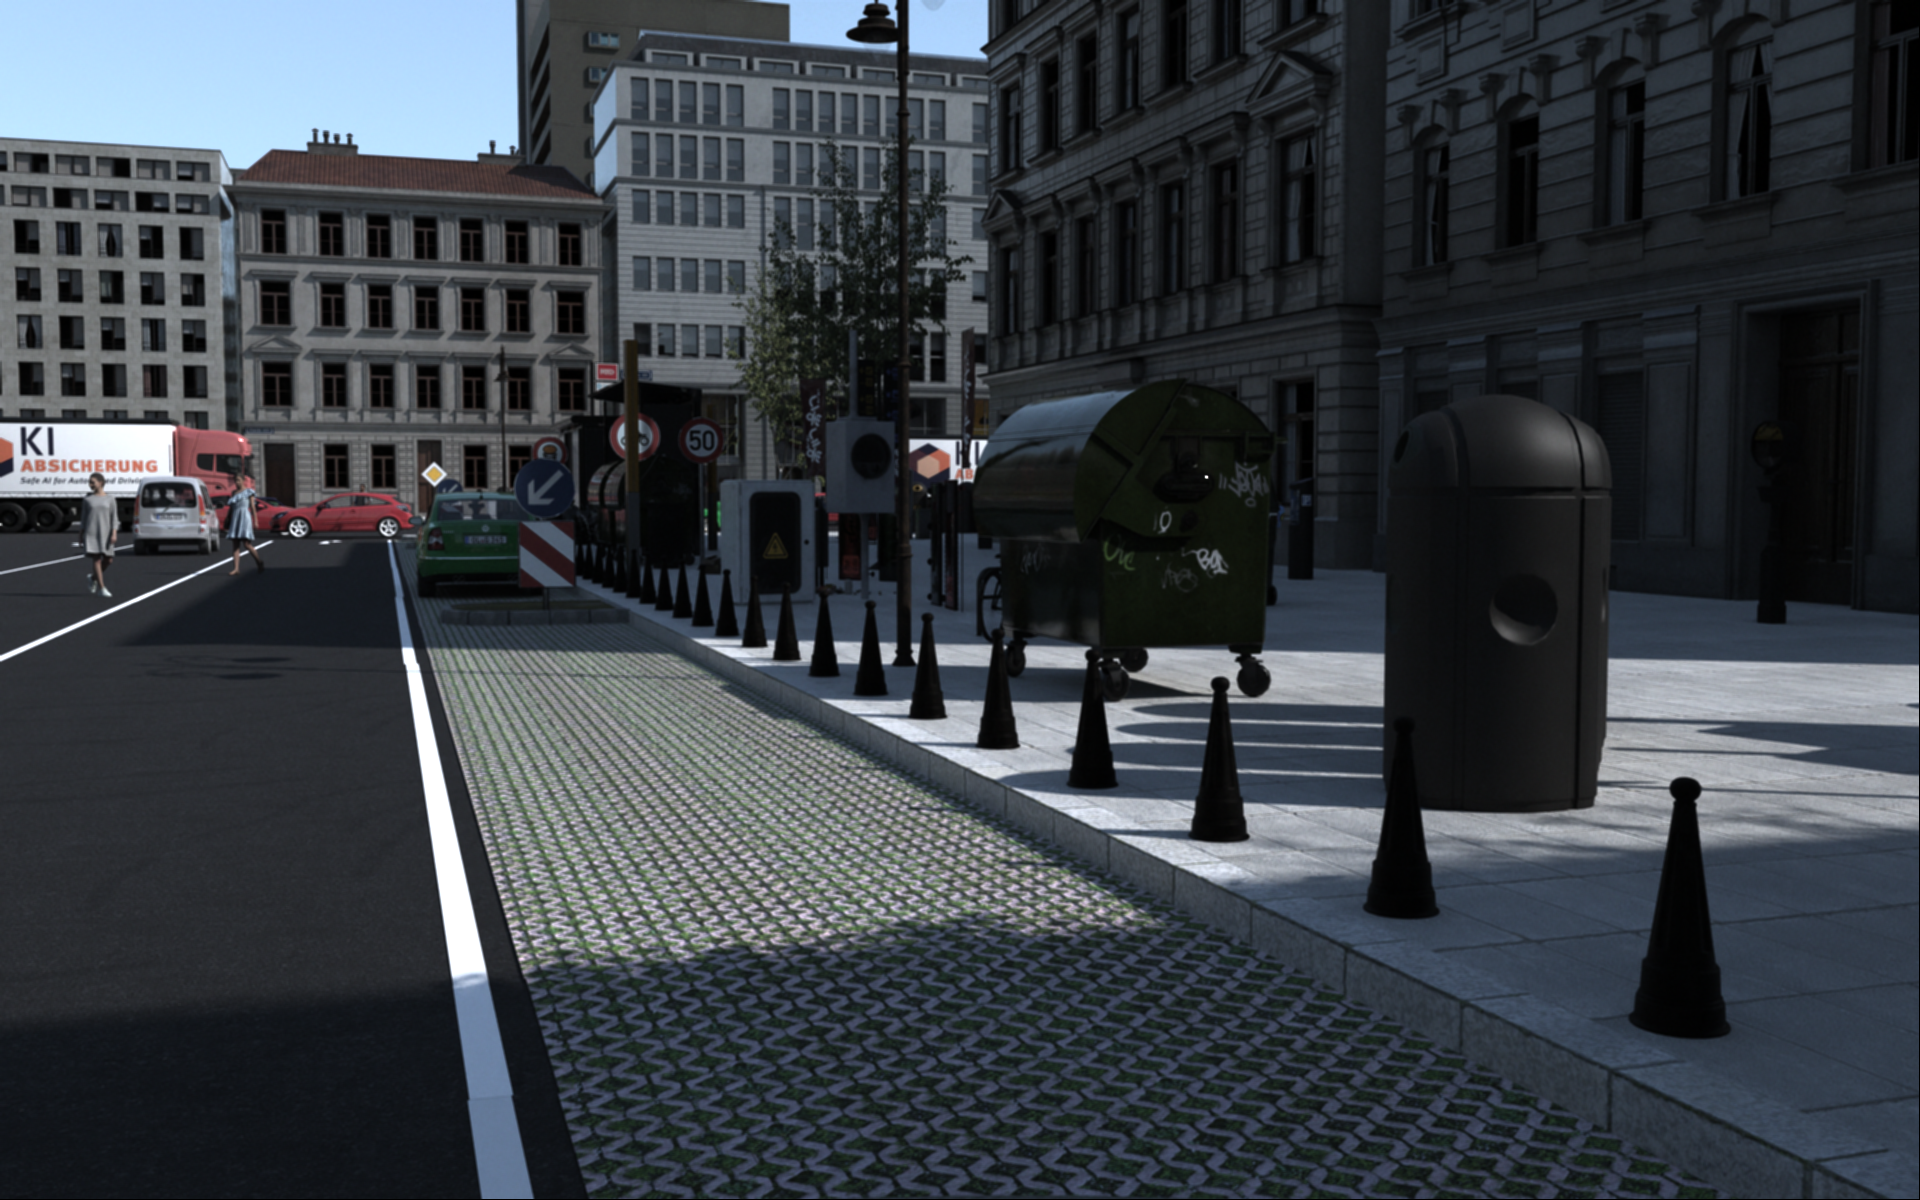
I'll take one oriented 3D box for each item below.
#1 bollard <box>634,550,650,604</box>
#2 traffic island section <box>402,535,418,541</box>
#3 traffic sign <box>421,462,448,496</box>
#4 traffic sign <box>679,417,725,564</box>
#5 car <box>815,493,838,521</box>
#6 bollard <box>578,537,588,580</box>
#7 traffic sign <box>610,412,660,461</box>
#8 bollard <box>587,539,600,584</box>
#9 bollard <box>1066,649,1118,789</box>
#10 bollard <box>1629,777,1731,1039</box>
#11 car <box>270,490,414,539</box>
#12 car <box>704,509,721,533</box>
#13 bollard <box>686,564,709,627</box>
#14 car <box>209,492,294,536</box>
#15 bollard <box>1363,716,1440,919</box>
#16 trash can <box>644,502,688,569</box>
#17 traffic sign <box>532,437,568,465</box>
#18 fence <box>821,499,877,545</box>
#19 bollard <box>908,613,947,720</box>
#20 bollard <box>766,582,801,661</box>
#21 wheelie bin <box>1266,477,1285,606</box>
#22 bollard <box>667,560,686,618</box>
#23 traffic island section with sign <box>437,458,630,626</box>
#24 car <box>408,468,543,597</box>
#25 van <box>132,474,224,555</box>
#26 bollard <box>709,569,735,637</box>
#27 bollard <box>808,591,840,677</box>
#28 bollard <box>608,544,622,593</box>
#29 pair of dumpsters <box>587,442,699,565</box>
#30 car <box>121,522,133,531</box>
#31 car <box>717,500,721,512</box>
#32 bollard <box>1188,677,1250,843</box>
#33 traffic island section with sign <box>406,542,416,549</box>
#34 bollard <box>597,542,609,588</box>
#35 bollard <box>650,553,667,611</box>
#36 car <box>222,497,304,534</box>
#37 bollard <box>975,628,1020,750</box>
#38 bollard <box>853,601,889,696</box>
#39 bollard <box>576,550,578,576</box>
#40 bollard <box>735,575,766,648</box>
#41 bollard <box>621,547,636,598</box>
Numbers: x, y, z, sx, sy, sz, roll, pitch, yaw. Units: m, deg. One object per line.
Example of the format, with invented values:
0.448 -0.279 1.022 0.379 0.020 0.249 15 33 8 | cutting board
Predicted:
-3.655 -0.261 20.301 0.229 0.601 0.229 0 3 0 | bollard
-16.139 -1.902 53.372 2.009 0.180 2.903 -1 4 -18 | traffic island section
-16.159 -3.036 53.288 0.795 2.450 0.064 -1 4 -18 | traffic sign
-4.294 -1.756 28.810 0.768 2.556 0.104 -1 4 -18 | traffic sign
-5.726 -4.254 78.585 4.494 1.783 2.155 -1 4 -20 | car
-5.580 -0.613 26.056 0.229 0.601 0.229 0 3 0 | bollard
-5.027 -1.635 26.841 0.768 2.556 0.104 -1 4 -9 | traffic sign
-5.191 -0.542 24.901 0.229 0.601 0.229 0 3 0 | bollard
0.584 0.515 7.620 0.229 0.601 0.229 0 3 0 | bollard
1.740 0.726 4.172 0.229 0.601 0.229 0 3 0 | bollard
-20.244 -2.920 56.783 4.494 1.783 2.155 -1 4 -17 | car
-9.994 -3.013 58.053 4.718 1.807 1.959 -1 4 -17 | car
-2.504 -0.049 16.844 0.229 0.601 0.229 0 3 0 | bollard
-24.295 -3.048 58.874 4.494 1.783 2.155 -1 4 -18 | car
1.360 0.656 5.320 0.229 0.601 0.229 0 3 0 | bollard
-5.075 -1.116 29.901 0.748 1.137 0.748 0 3 0 | trash can
-9.102 -2.347 38.483 0.768 2.556 0.104 -1 4 -16 | traffic sign
-2.876 -1.968 43.386 0.480 1.192 2.264 3 5 43 | fence
-0.186 0.373 9.935 0.229 0.601 0.229 0 3 0 | bollard
-1.341 0.162 13.386 0.229 0.601 0.229 0 3 0 | bollard
3.232 -0.740 20.004 0.980 1.594 0.693 -1 4 -12 | wheelie bin
-2.882 -0.119 17.994 0.229 0.601 0.229 0 3 0 | bollard
-4.893 -0.679 19.723 1.989 1.847 2.006 -1 4 -18 | traffic island section with sign
-7.085 -1.021 25.485 1.959 1.807 4.718 -1 4 -18 | car
-18.996 -2.142 42.039 2.013 2.044 4.112 -1 4 -19 | van
-2.112 0.022 15.688 0.229 0.601 0.229 0 3 0 | bollard
-0.960 0.233 12.228 0.229 0.601 0.229 0 3 0 | bollard
-4.425 -0.401 22.599 0.229 0.601 0.229 0 3 0 | bollard
-6.015 -1.855 32.831 1.574 2.255 4.437 -1 4 -18 | pair of dumpsters
-32.195 -3.707 69.280 2.281 1.827 5.304 -1 4 -17 | car
-9.849 -4.567 83.464 4.718 1.807 1.959 -1 4 -17 | car
0.969 0.586 6.466 0.229 0.601 0.229 0 3 0 | bollard
-13.570 -2.265 45.664 1.989 1.847 2.006 -1 4 -18 | traffic island section with sign
-4.807 -0.472 23.753 0.229 0.601 0.229 0 3 0 | bollard
-3.267 -0.190 19.140 0.229 0.601 0.229 0 3 0 | bollard
-25.347 -3.114 63.492 3.894 1.354 1.945 -1 4 -20 | car
0.193 0.444 8.786 0.229 0.601 0.229 0 3 0 | bollard
-0.572 0.303 11.082 0.229 0.601 0.229 0 3 0 | bollard
-5.964 -0.683 27.204 0.229 0.601 0.229 0 3 0 | bollard
-1.726 0.092 14.535 0.229 0.601 0.229 0 3 0 | bollard
-4.035 -0.331 21.449 0.229 0.601 0.229 0 3 0 | bollard
